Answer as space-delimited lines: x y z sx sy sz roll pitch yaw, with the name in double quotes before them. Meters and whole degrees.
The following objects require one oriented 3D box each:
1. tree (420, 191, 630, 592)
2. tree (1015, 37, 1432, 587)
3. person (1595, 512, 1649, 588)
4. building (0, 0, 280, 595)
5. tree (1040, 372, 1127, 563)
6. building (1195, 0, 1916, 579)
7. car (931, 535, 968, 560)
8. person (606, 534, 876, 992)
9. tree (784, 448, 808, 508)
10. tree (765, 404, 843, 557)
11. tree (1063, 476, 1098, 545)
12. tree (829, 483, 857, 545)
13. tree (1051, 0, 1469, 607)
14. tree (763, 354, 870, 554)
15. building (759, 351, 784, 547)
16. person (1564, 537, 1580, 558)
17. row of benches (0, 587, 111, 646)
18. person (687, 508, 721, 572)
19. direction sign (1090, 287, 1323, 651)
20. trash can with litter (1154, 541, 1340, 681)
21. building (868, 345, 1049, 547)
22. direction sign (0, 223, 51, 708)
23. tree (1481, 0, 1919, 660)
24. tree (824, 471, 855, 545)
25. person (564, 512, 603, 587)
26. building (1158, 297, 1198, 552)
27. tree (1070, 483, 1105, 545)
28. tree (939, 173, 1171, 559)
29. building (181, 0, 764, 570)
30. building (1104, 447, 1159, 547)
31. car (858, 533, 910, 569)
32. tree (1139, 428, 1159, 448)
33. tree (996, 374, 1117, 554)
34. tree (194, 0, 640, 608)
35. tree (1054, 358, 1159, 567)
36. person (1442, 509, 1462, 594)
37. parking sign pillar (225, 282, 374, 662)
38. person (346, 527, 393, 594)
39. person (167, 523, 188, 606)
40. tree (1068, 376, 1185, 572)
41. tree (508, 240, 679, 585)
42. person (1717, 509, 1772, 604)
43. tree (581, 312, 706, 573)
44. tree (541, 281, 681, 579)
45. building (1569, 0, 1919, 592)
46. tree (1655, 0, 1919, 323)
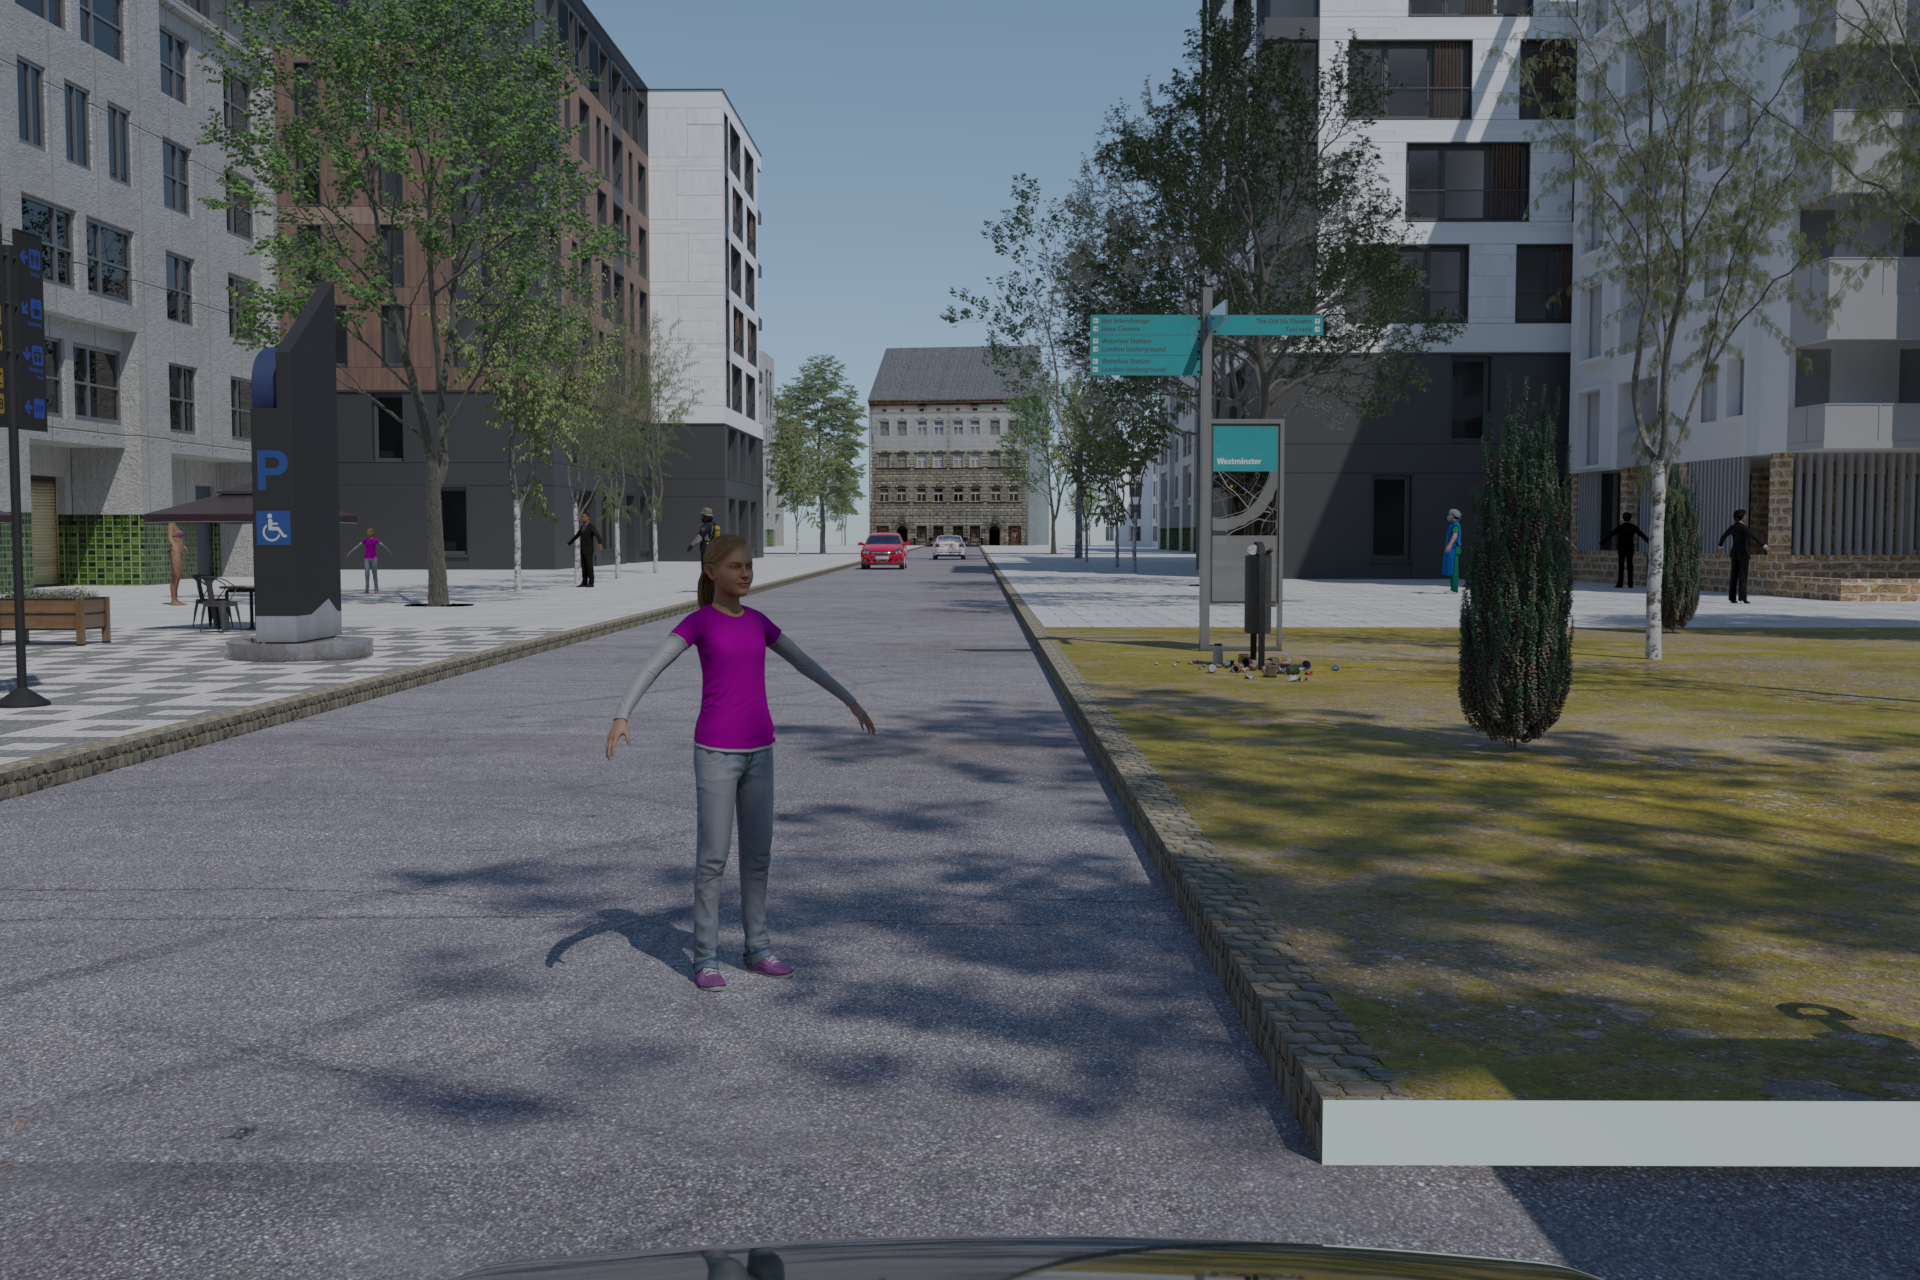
"tree" -9.527 -5.363 38.049 4.737 8.622 4.395 0 3 0
"tree" 6.344 -8.059 42.128 12.009 13.543 11.850 0 3 0
"person" 15.843 -2.143 41.229 1.347 1.806 0.705 0 4 4
"building" -28.656 -10.353 35.732 16.747 18.905 31.486 0 3 0
"tree" 5.657 -7.767 77.346 4.737 8.622 4.395 0 3 0
"building" 22.556 -13.509 64.846 27.936 21.610 32.646 0 4 0
"car" -0.601 -5.232 97.898 2.083 1.381 4.827 0 4 0
"person" -0.689 0.380 5.505 0.991 1.433 0.599 -3 5 -40
"tree" -21.865 -17.514 196.716 12.009 13.543 11.850 0 3 0
"tree" -9.035 -9.018 97.812 4.737 8.622 4.395 0 3 0
"tree" 14.062 -15.242 199.571 4.737 8.622 4.395 0 3 0
"tree" -13.177 -15.387 201.939 4.360 8.622 3.978 0 3 0
"tree" 5.087 -5.860 30.218 7.601 10.594 8.767 0 4 2
"tree" -9.037 -11.712 109.623 7.486 12.596 7.792 0 3 0
"building" -27.329 -18.424 167.689 16.747 18.905 31.486 0 4 1
"person" 9.162 -1.311 27.566 1.348 1.813 0.705 1 4 14
"row of benches" -11.898 -0.287 20.152 4.104 0.672 1.422 0 4 2
"person" -5.546 -1.965 37.908 0.705 1.856 1.354 1 4 20
"direction sign" 2.685 -1.808 18.328 2.525 3.948 1.411 0 4 -1
"trash can with litter" 2.725 -0.310 16.119 1.678 1.210 2.233 0 4 1
"building" 0.284 -22.534 201.823 18.063 23.208 19.493 1 4 10
"direction sign" -6.996 -1.273 12.819 0.379 3.537 0.876 0 4 1
"tree" 6.865 -4.106 17.500 4.360 8.622 3.978 0 3 0
"tree" -13.525 -14.951 194.802 4.737 8.622 4.395 0 3 0
"person" -9.007 -2.169 41.687 1.346 1.802 0.704 3 4 38
"building" 24.763 -16.034 128.616 16.747 18.905 31.486 0 4 1
"tree" 14.364 -14.965 195.043 4.737 8.622 4.395 0 3 0
"tree" 5.497 -14.395 91.245 12.611 20.169 13.585 0 3 0
"building" -24.830 -14.304 77.851 27.936 21.610 32.646 0 4 1
"building" 20.100 -14.261 175.307 9.099 9.664 28.070 0 4 1
"car" -3.114 -3.815 71.410 2.155 1.783 4.494 0 3 0
"tree" 22.930 -17.581 197.824 12.009 13.543 11.850 0 3 0
"tree" 6.034 -11.219 109.189 9.928 11.665 9.643 0 3 0
"tree" -9.330 -6.406 30.500 9.928 11.665 9.643 0 3 0
"tree" 5.863 -7.119 66.753 4.737 8.622 4.395 0 3 0
"person" 10.540 -1.895 37.108 0.704 1.817 1.347 1 4 17
"parking sign pillar" -6.876 -1.803 17.946 1.447 3.967 1.447 0 3 0
"person" -12.567 -1.690 36.897 0.991 1.433 0.599 0 4 -4
"person" -14.045 -1.491 31.189 0.721 1.733 1.217 -1 4 -17
"tree" 5.805 -6.590 58.104 4.737 8.622 4.395 0 3 0
"tree" -9.882 -5.726 43.985 4.360 8.622 3.978 0 3 0
"person" 14.473 -1.547 32.020 0.721 1.740 1.216 -1 4 -22
"tree" -9.780 -6.503 56.682 4.360 8.622 3.978 0 3 0
"tree" -9.629 -6.074 49.679 4.360 8.622 3.978 0 3 0
"building" 21.666 -11.541 45.121 16.016 20.090 11.380 0 3 0
"tree" 7.942 -3.798 12.454 4.360 8.622 3.978 0 3 0
